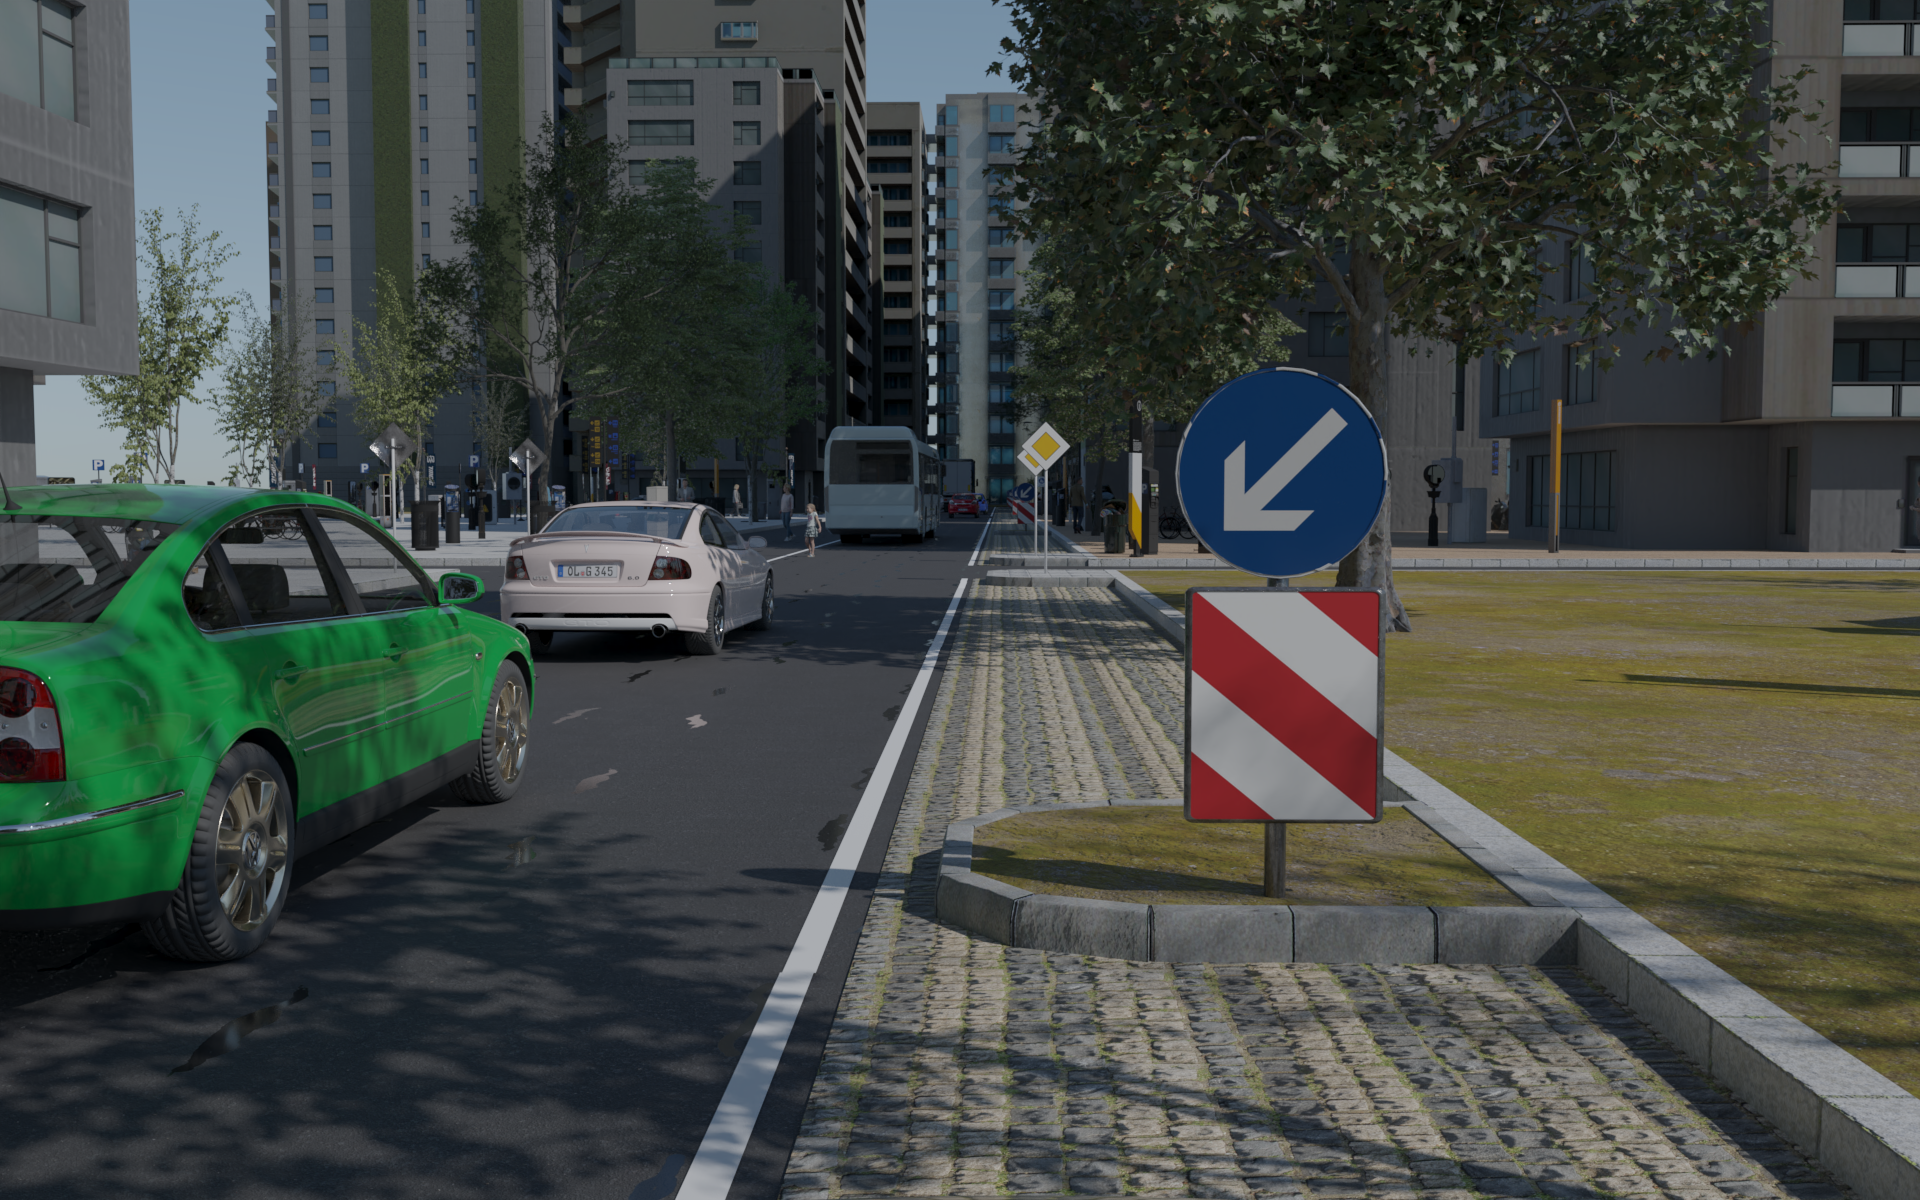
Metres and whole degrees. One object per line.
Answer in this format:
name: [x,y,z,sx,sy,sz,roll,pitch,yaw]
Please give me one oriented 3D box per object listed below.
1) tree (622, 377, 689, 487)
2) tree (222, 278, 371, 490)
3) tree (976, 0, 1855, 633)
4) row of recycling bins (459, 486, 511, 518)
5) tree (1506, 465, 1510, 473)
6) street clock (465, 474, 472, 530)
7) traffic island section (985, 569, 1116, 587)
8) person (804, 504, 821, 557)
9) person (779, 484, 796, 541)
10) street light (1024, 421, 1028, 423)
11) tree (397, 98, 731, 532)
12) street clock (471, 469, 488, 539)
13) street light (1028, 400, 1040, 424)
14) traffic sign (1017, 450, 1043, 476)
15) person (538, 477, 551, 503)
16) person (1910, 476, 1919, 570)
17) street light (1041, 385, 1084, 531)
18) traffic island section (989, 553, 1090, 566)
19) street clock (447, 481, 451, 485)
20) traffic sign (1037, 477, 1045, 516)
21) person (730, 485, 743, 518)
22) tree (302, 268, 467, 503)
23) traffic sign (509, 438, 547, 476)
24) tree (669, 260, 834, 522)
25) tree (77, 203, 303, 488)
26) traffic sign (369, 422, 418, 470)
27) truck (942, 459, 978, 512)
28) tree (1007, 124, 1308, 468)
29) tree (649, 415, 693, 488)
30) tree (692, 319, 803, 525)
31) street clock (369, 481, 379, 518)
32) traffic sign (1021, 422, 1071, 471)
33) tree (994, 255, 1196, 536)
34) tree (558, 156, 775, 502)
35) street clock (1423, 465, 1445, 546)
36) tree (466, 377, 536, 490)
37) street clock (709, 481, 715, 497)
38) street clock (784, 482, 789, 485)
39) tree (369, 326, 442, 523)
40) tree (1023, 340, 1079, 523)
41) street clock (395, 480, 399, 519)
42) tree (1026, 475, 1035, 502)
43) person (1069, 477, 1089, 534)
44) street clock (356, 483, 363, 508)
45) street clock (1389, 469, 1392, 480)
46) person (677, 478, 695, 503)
tree: [-16.880,-8.974,97.080,4.360,8.622,3.978,0,3,0]
tree: [-23.451,-6.693,59.789,4.360,8.622,3.978,0,3,0]
tree: [3.874,-6.070,16.255,9.611,12.733,9.660,0,3,0]
row of recycling bins: [-25.697,-5.217,92.408,3.534,1.692,1.069,0,4,5]
tree: [17.565,-3.592,53.323,1.663,3.219,1.824,0,3,0]
street clock: [-17.404,-3.495,61.721,0.358,2.002,0.471,1,4,23]
traffic island section: [1.422,-0.345,27.915,2.009,0.180,2.903,0,4,1]
person: [-3.328,-1.592,39.547,0.505,1.210,0.382,3,5,39]
person: [-5.235,-2.663,52.714,0.731,1.740,0.598,3,4,36]
street light: [4.765,-8.461,110.877,1.470,5.913,1.316,0,4,1]
tree: [-9.722,-6.513,40.900,7.601,10.594,8.767,2,4,25]
street clock: [-13.692,-2.751,49.545,0.358,2.002,0.471,-1,4,-21]
street light: [4.228,-6.895,85.280,1.470,5.913,1.316,0,4,1]
traffic sign: [1.586,-2.057,35.816,0.795,2.593,0.064,0,4,1]
person: [-11.949,-2.666,49.971,0.444,1.785,0.601,1,4,12]
person: [17.774,-1.417,32.005,0.599,1.781,0.374,-3,5,-39]
street light: [3.615,-5.358,60.138,1.470,5.913,1.316,0,4,1]
traffic island section: [1.610,-0.833,35.898,2.009,0.180,2.903,0,4,1]
street clock: [-27.979,-5.520,94.823,0.358,2.002,0.471,-1,4,-17]
traffic sign: [4.805,-6.092,101.726,0.606,2.300,0.079,0,4,4]
person: [-12.186,-5.390,94.347,0.728,1.800,0.709,1,4,10]
tree: [-17.516,-6.393,54.892,4.737,8.622,4.395,0,3,0]
traffic sign: [-9.004,-2.073,36.085,0.795,2.593,0.064,0,4,1]
tree: [-9.507,-9.349,78.606,9.928,11.665,9.643,0,3,0]
tree: [-20.023,-5.687,43.351,4.737,8.622,4.395,0,3,0]
traffic sign: [-9.192,-1.585,28.102,0.795,2.593,0.064,0,4,1]
truck: [-0.027,-9.414,142.830,2.839,4.237,11.283,0,4,2]
tree: [5.021,-7.601,42.403,7.486,12.596,7.792,0,3,0]
tree: [-16.885,-9.457,104.988,4.737,8.622,4.395,0,3,0]
tree: [-8.568,-7.381,71.037,4.737,8.622,4.395,0,3,0]
street clock: [-32.054,-5.518,94.797,0.471,2.002,0.358,-3,4,-36]
traffic sign: [1.398,-1.568,27.833,0.795,2.593,0.064,0,4,1]
tree: [4.476,-7.236,52.727,7.601,10.594,8.767,2,4,25]
tree: [-9.900,-8.575,58.329,7.486,12.596,7.792,0,3,0]
street clock: [11.647,-2.325,42.585,0.471,2.002,0.358,-1,4,-13]
tree: [-28.588,-9.579,106.980,4.360,8.622,3.978,0,3,0]
street clock: [-13.422,-5.493,94.379,0.471,2.002,0.358,1,4,16]
street clock: [-10.741,-6.330,108.062,0.358,2.002,0.471,-3,4,-38]
tree: [-24.343,-7.628,75.074,4.360,8.622,3.978,0,3,0]
tree: [5.073,-7.754,77.139,4.360,8.622,3.978,0,3,0]
street clock: [-29.400,-5.243,90.286,0.471,2.002,0.358,2,4,25]
tree: [6.984,-10.888,172.627,1.663,3.219,1.824,0,3,0]
person: [3.828,-3.056,55.921,0.656,1.842,0.836,0,4,6]
street clock: [-38.290,-6.479,110.505,0.358,2.002,0.471,0,4,6]
street clock: [10.898,-2.463,44.842,0.471,2.002,0.358,-1,4,-15]
person: [-9.124,-3.142,57.610,0.606,1.804,0.583,0,4,-4]
